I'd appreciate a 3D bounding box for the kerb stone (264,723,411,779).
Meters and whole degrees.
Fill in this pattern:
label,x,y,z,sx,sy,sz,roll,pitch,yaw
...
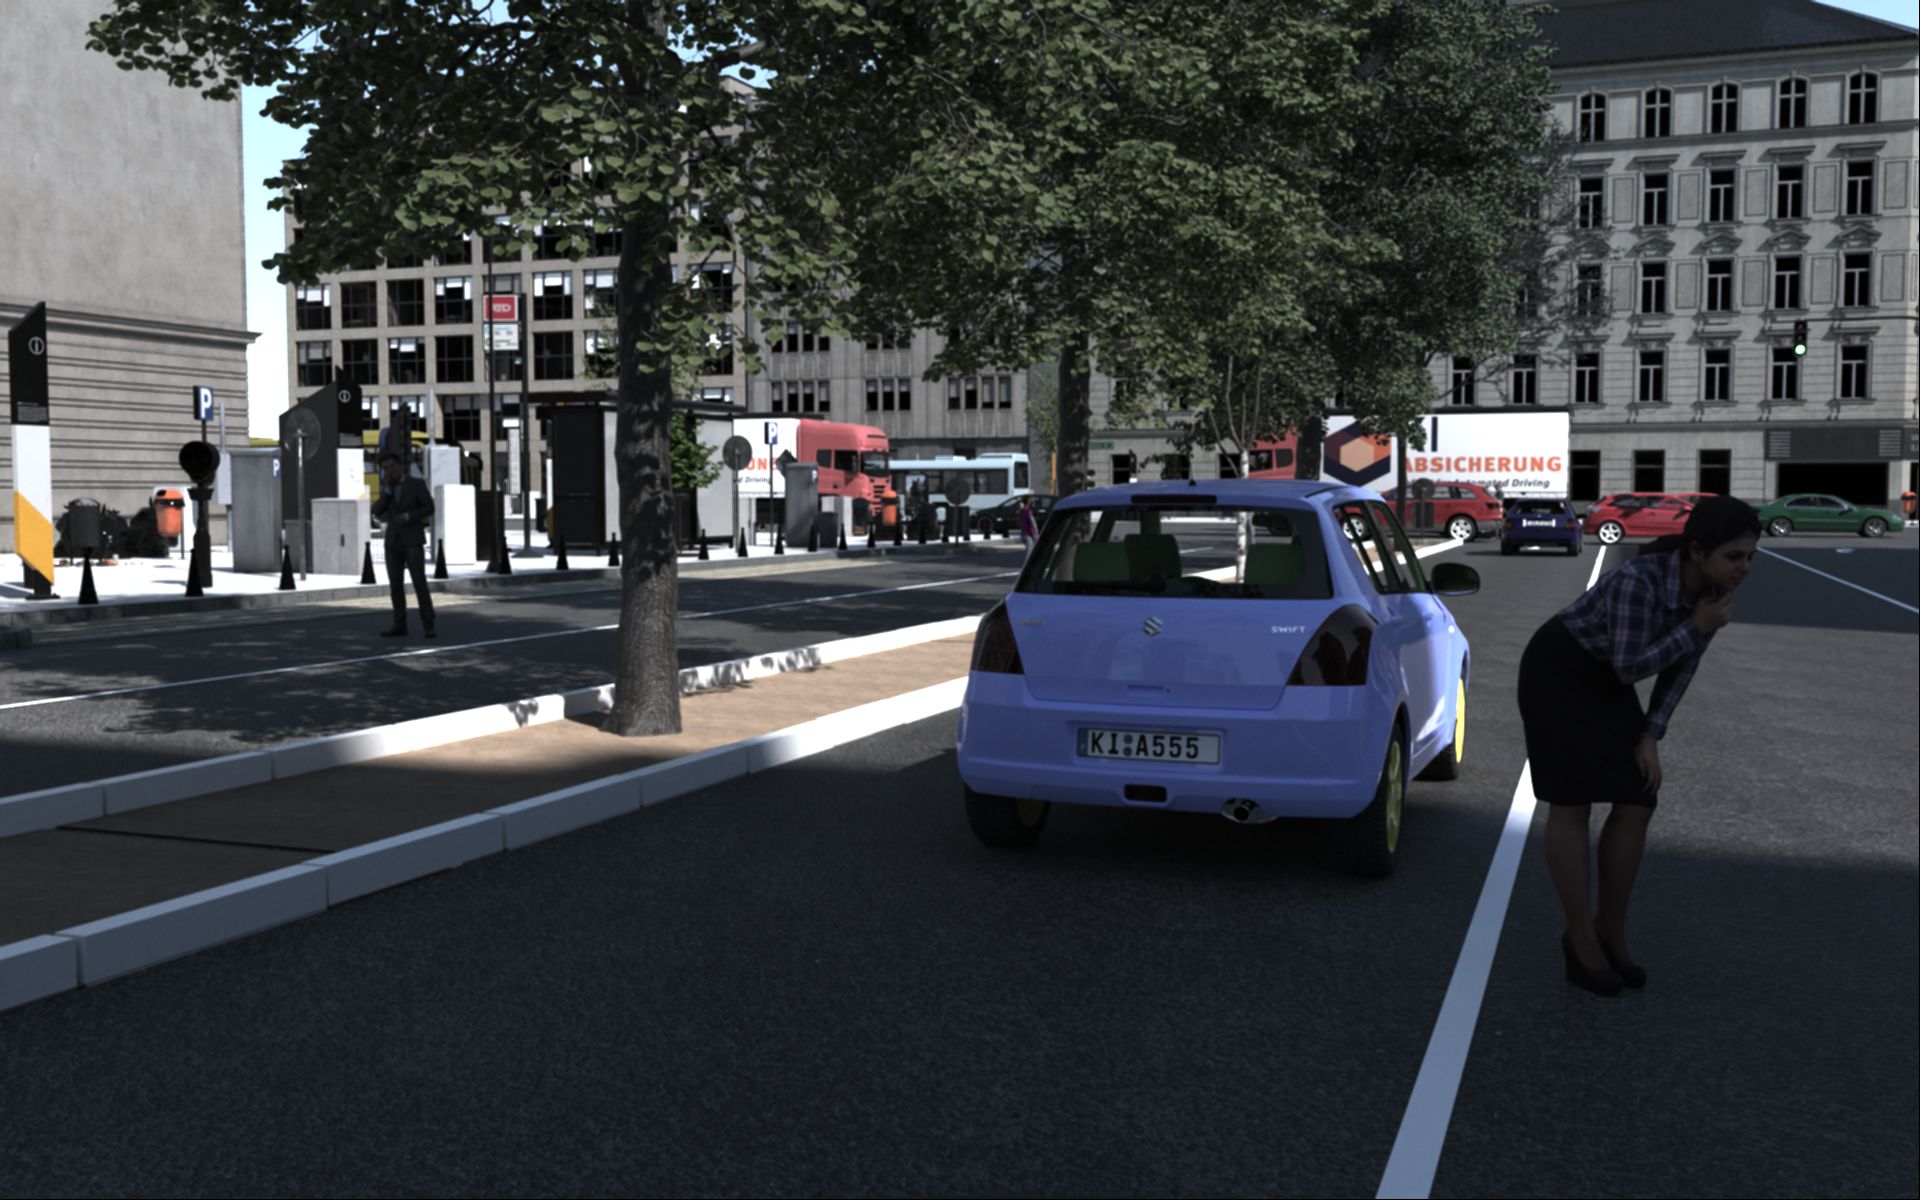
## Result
label,x,y,z,sx,sy,sz,roll,pitch,yaw
kerb stone,-3.289,0.799,9.139,0.120,0.150,1.000,1,4,21

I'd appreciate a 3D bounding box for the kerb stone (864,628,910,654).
label,x,y,z,sx,sy,sz,roll,pitch,yaw
kerb stone,-0.726,0.393,15.866,0.120,0.150,1.000,1,4,21

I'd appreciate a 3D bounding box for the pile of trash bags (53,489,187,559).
label,x,y,z,sx,sy,sz,roll,pitch,yaw
pile of trash bags,-16.626,-1.525,34.691,3.447,1.369,1.912,2,4,33

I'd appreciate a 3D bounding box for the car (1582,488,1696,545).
label,x,y,z,sx,sy,sz,roll,pitch,yaw
car,19.970,-2.442,48.964,4.494,1.783,2.155,1,4,23

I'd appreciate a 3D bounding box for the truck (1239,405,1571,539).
label,x,y,z,sx,sy,sz,roll,pitch,yaw
truck,14.355,-4.211,57.769,11.283,4.237,2.839,1,4,20

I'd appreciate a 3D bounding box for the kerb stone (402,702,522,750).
label,x,y,z,sx,sy,sz,roll,pitch,yaw
kerb stone,-2.921,0.739,10.113,0.120,0.150,1.000,1,4,21

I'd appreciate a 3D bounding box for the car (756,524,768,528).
label,x,y,z,sx,sy,sz,roll,pitch,yaw
car,-9.890,-3.826,72.336,4.222,1.686,2.009,1,4,19

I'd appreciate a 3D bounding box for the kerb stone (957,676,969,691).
label,x,y,z,sx,sy,sz,roll,pitch,yaw
kerb stone,0.148,0.608,12.259,0.120,0.150,1.000,1,4,21

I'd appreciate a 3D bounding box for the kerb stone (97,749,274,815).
label,x,y,z,sx,sy,sz,roll,pitch,yaw
kerb stone,-3.660,0.861,8.169,0.120,0.150,1.000,1,4,21

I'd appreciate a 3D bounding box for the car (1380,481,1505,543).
label,x,y,z,sx,sy,sz,roll,pitch,yaw
car,13.778,-2.684,52.551,5.304,1.827,2.281,1,4,22

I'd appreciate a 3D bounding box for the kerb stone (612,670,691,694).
label,x,y,z,sx,sy,sz,roll,pitch,yaw
kerb stone,-2.193,0.628,12.033,0.120,0.150,1.000,1,4,21

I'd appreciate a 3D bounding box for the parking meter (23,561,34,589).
label,x,y,z,sx,sy,sz,roll,pitch,yaw
parking meter,-12.534,-1.086,23.475,0.255,1.863,0.399,-3,5,-42

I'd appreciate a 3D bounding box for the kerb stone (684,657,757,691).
label,x,y,z,sx,sy,sz,roll,pitch,yaw
kerb stone,-1.828,0.563,12.991,0.120,0.150,1.000,1,4,21

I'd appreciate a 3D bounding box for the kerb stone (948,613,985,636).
label,x,y,z,sx,sy,sz,roll,pitch,yaw
kerb stone,0.003,0.273,17.784,0.120,0.150,1.000,1,4,21

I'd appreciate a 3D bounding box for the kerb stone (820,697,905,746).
label,x,y,z,sx,sy,sz,roll,pitch,yaw
kerb stone,-0.590,0.726,10.330,0.120,0.150,1.000,1,4,21

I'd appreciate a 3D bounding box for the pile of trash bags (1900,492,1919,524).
label,x,y,z,sx,sy,sz,roll,pitch,yaw
pile of trash bags,42.189,-3.973,74.712,3.447,1.369,1.912,-1,4,-10

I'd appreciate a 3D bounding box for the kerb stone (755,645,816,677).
label,x,y,z,sx,sy,sz,roll,pitch,yaw
kerb stone,-1.454,0.505,13.946,0.120,0.150,1.000,1,4,21

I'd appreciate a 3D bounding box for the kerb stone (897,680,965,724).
label,x,y,z,sx,sy,sz,roll,pitch,yaw
kerb stone,-0.218,0.667,11.288,0.120,0.150,1.000,1,4,21

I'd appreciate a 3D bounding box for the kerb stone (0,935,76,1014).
label,x,y,z,sx,sy,sz,roll,pitch,yaw
kerb stone,-2.787,1.079,4.559,0.120,0.150,1.000,1,4,21

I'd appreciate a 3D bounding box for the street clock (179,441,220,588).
label,x,y,z,sx,sy,sz,roll,pitch,yaw
street clock,-10.399,-1.172,23.731,0.471,2.002,0.358,0,4,1

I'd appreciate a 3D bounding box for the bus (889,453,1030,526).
label,x,y,z,sx,sy,sz,roll,pitch,yaw
bus,-3.445,-5.264,80.928,13.247,3.499,2.948,1,4,19

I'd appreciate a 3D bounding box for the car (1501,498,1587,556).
label,x,y,z,sx,sy,sz,roll,pitch,yaw
car,13.911,-1.757,41.311,1.945,1.354,3.894,1,4,21

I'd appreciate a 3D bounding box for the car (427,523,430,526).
label,x,y,z,sx,sy,sz,roll,pitch,yaw
car,-25.235,-4.137,76.676,4.494,1.783,2.155,1,4,20

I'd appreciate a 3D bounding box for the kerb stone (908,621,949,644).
label,x,y,z,sx,sy,sz,roll,pitch,yaw
kerb stone,-0.365,0.328,16.826,0.120,0.150,1.000,1,4,21

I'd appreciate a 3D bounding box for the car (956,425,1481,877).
label,x,y,z,sx,sy,sz,roll,pitch,yaw
car,1.349,0.099,7.971,1.945,1.707,3.694,1,4,21

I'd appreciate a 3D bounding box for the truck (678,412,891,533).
label,x,y,z,sx,sy,sz,roll,pitch,yaw
truck,-7.318,-4.403,60.909,11.283,4.237,2.839,1,4,21

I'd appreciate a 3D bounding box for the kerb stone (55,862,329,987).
label,x,y,z,sx,sy,sz,roll,pitch,yaw
kerb stone,-2.415,1.020,5.515,0.120,0.150,1.000,1,4,21

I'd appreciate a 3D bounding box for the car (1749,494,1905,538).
label,x,y,z,sx,sy,sz,roll,pitch,yaw
car,28.882,-2.825,57.985,4.920,1.459,2.131,1,4,19

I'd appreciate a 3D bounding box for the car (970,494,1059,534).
label,x,y,z,sx,sy,sz,roll,pitch,yaw
car,2.329,-3.216,62.362,4.222,1.686,2.009,1,4,22

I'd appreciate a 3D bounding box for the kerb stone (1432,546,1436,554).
label,x,y,z,sx,sy,sz,roll,pitch,yaw
kerb stone,11.140,-1.158,41.122,0.120,0.150,1.000,1,4,21

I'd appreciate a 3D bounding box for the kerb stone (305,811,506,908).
label,x,y,z,sx,sy,sz,roll,pitch,yaw
kerb stone,-2.062,0.962,6.480,0.120,0.150,1.000,1,4,21

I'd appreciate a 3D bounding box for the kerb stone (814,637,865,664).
label,x,y,z,sx,sy,sz,roll,pitch,yaw
kerb stone,-1.099,0.446,14.910,0.120,0.150,1.000,1,4,21

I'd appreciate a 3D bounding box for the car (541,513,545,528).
label,x,y,z,sx,sy,sz,roll,pitch,yaw
car,-14.503,-3.451,68.421,4.499,1.417,2.014,1,4,23

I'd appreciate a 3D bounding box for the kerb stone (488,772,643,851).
label,x,y,z,sx,sy,sz,roll,pitch,yaw
kerb stone,-1.691,0.903,7.438,0.120,0.150,1.000,1,4,21

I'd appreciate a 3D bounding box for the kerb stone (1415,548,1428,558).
label,x,y,z,sx,sy,sz,roll,pitch,yaw
kerb stone,10.411,-1.040,39.198,0.120,0.150,1.000,1,4,21

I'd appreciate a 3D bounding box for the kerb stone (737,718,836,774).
label,x,y,z,sx,sy,sz,roll,pitch,yaw
kerb stone,-0.950,0.791,9.362,0.120,0.150,1.000,1,4,21

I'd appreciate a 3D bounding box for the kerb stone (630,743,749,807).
label,x,y,z,sx,sy,sz,roll,pitch,yaw
kerb stone,-1.324,0.848,8.407,0.120,0.150,1.000,1,4,21

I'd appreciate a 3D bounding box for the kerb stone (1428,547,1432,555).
label,x,y,z,sx,sy,sz,roll,pitch,yaw
kerb stone,10.768,-1.099,40.165,0.120,0.150,1.000,1,4,21

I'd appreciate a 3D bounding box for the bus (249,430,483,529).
label,x,y,z,sx,sy,sz,roll,pitch,yaw
bus,-24.801,-4.687,68.173,12.252,3.916,2.896,1,4,19

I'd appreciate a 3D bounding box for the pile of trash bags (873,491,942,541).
label,x,y,z,sx,sy,sz,roll,pitch,yaw
pile of trash bags,-1.589,-2.293,47.251,1.912,1.369,3.447,1,4,10

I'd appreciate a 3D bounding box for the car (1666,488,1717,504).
label,x,y,z,sx,sy,sz,roll,pitch,yaw
car,27.695,-3.357,63.927,4.494,1.783,2.155,1,4,20

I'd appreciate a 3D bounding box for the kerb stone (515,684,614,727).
label,x,y,z,sx,sy,sz,roll,pitch,yaw
kerb stone,-2.552,0.681,11.071,0.120,0.150,1.000,1,4,21

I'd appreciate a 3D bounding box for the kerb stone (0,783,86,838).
label,x,y,z,sx,sy,sz,roll,pitch,yaw
kerb stone,-4.021,0.917,7.207,0.120,0.150,1.000,1,4,21

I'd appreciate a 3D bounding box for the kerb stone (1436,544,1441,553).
label,x,y,z,sx,sy,sz,roll,pitch,yaw
kerb stone,11.507,-1.217,42.092,0.120,0.150,1.000,1,4,21
